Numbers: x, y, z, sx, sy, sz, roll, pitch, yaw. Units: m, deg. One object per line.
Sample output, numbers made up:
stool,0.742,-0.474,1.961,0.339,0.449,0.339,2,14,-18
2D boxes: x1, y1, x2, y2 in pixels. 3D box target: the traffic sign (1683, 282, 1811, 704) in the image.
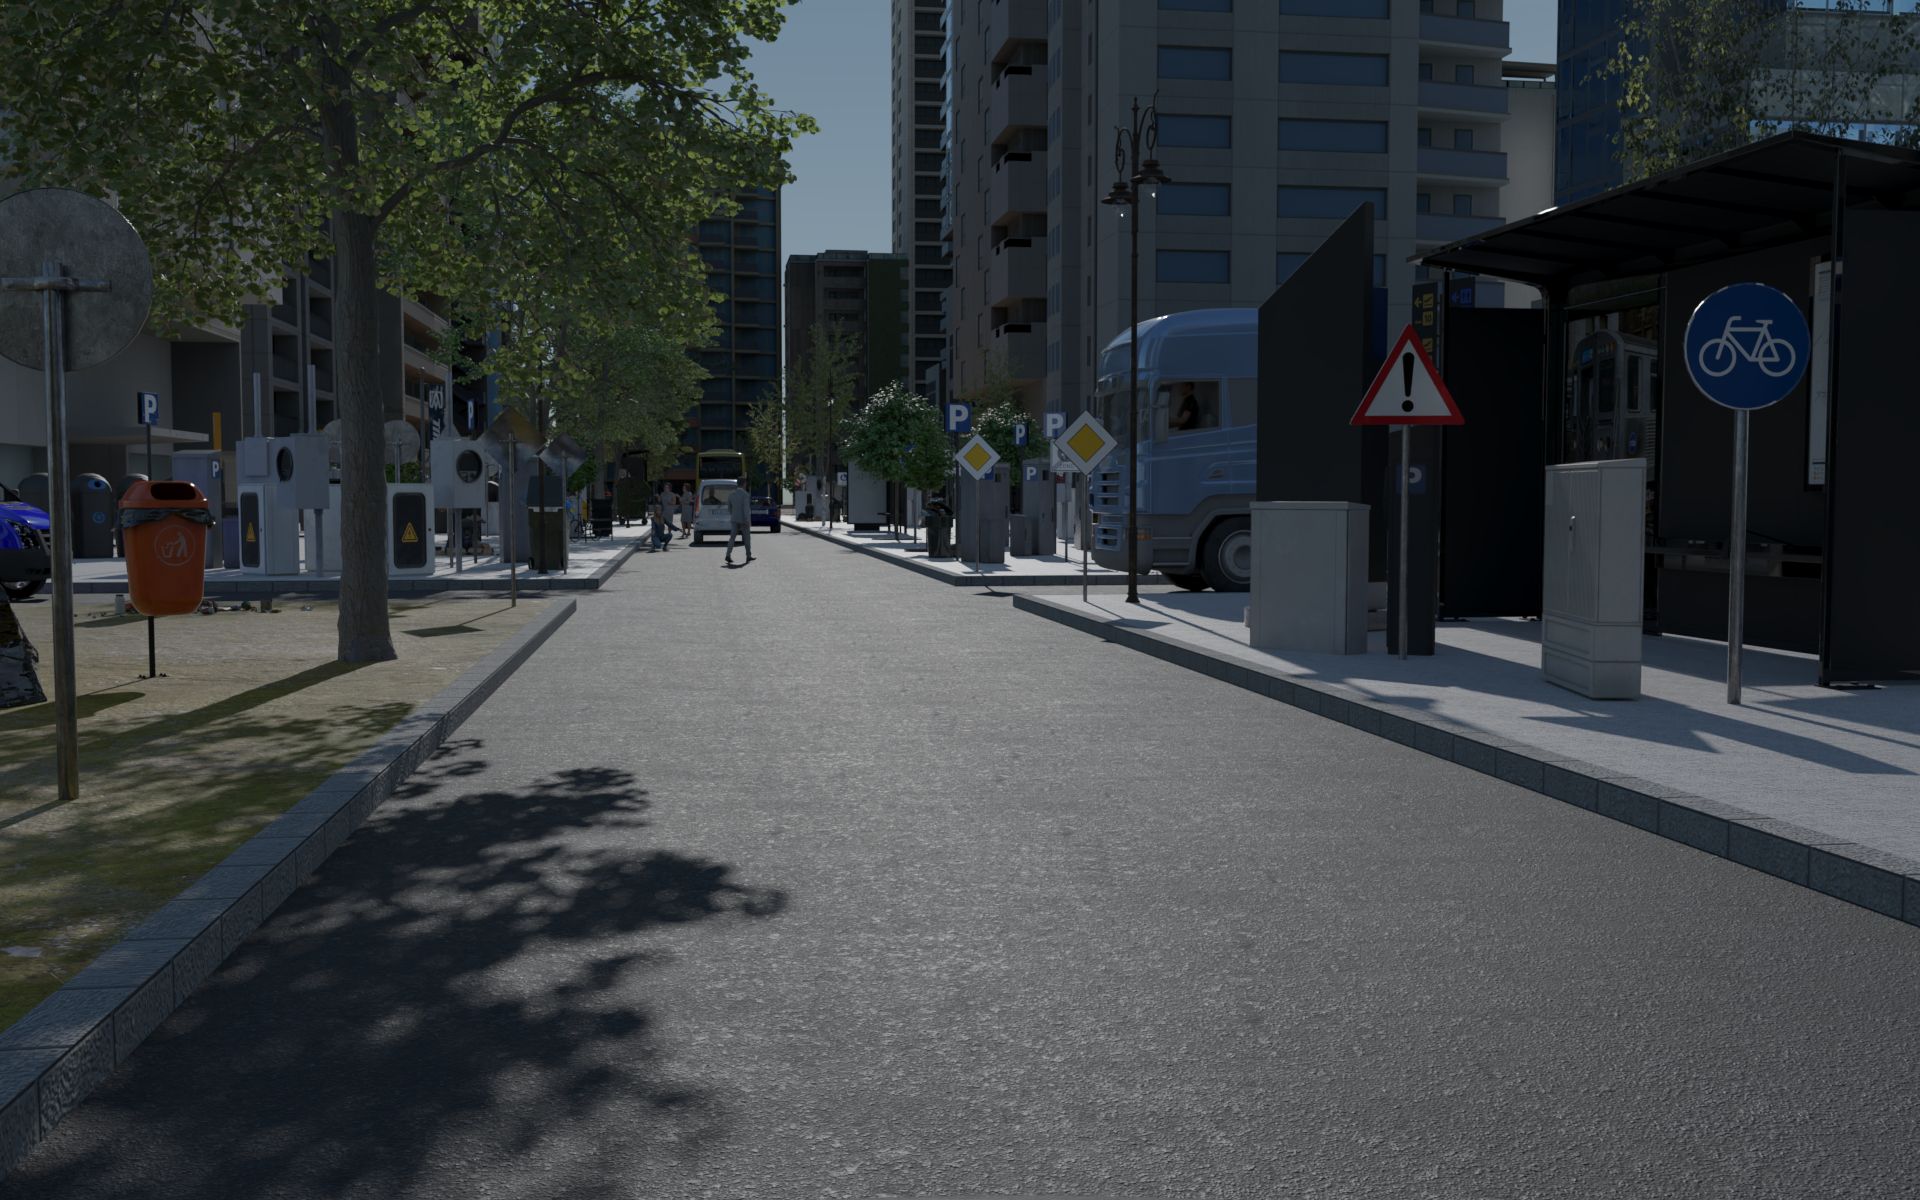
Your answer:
traffic sign,4.737,-0.637,10.522,0.768,2.556,0.104,0,4,-1

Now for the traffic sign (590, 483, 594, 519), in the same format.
traffic sign,-15.712,-4.378,73.708,0.606,2.300,0.079,0,4,-6

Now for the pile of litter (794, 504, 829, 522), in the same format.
pile of litter,-6.859,-4.057,80.296,1.719,0.858,1.176,-1,4,-9

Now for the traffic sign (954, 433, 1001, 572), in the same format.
traffic sign,0.281,-1.523,28.537,0.795,2.450,0.064,-1,4,-9

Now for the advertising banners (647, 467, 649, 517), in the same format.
advertising banners,-17.835,-6.283,98.909,0.090,3.025,2.074,-1,4,-11

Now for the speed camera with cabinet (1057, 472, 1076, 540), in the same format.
speed camera with cabinet,2.997,-3.354,49.180,0.660,3.252,2.038,1,4,19

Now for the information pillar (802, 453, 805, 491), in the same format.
information pillar,-8.909,-6.554,98.509,0.183,3.616,0.504,-1,4,-11

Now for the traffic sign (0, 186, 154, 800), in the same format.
traffic sign,-3.753,-0.435,7.213,0.768,2.556,0.104,0,4,-8

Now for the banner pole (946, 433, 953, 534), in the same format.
banner pole,-0.649,-4.034,55.980,0.863,3.779,0.401,-1,4,-10

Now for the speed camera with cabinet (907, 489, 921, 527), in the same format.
speed camera with cabinet,-1.939,-4.549,68.713,0.660,3.252,2.038,0,4,6

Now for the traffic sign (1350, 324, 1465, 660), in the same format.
traffic sign,3.427,-0.815,13.334,0.884,2.594,0.081,0,4,-1

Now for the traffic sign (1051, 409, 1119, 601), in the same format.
traffic sign,1.493,-1.040,20.644,0.795,2.450,0.064,-1,4,-9

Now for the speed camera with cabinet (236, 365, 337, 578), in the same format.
speed camera with cabinet,-10.566,-1.997,26.991,2.038,3.252,0.660,3,5,44

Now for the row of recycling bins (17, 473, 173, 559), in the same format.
row of recycling bins,-17.082,-1.702,34.939,1.069,1.692,3.534,3,5,42

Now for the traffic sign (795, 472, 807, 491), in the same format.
traffic sign,-8.760,-5.855,95.827,0.768,2.556,0.104,-1,4,-8

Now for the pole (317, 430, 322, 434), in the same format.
pole,-20.295,-3.744,55.055,0.158,3.312,0.155,0,3,0

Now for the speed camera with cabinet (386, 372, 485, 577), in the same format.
speed camera with cabinet,-8.501,-2.029,27.517,0.660,3.252,2.038,2,4,32

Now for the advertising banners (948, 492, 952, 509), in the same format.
advertising banners,0.185,-6.362,100.211,2.074,3.025,0.090,2,4,29

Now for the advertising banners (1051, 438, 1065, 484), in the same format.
advertising banners,3.297,-3.016,45.501,2.074,3.025,0.090,-1,4,-18

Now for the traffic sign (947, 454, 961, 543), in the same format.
traffic sign,-0.087,-2.331,40.241,0.606,2.300,0.079,0,4,-6

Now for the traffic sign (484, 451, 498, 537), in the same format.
traffic sign,-14.115,-3.153,51.651,0.768,2.556,0.104,0,4,1

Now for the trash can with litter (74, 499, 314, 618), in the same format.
trash can with litter,-8.216,-0.470,18.745,2.233,1.210,1.678,0,4,-6

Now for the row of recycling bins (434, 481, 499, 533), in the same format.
row of recycling bins,-15.730,-3.018,56.451,3.534,1.692,1.069,2,4,26

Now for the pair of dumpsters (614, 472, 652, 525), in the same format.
pair of dumpsters,-13.853,-4.335,73.375,1.574,2.255,4.437,-1,4,-9

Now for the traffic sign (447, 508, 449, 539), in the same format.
traffic sign,-13.897,-2.870,47.027,0.768,2.556,0.104,0,4,-1

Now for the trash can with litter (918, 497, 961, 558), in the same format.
trash can with litter,-0.307,-1.443,34.983,0.624,1.170,1.055,3,4,38

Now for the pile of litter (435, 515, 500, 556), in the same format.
pile of litter,-10.304,-1.367,36.317,1.719,0.858,1.176,1,4,19

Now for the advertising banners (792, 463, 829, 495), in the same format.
advertising banners,-8.483,-6.230,98.048,2.074,3.025,0.090,0,4,2

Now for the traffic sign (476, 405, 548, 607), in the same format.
traffic sign,-5.078,-0.980,19.659,0.795,2.450,0.064,-1,4,-9

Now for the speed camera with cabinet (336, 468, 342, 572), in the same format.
speed camera with cabinet,-10.805,-2.095,28.596,2.038,3.252,0.660,0,4,-3

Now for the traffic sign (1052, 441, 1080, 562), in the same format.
traffic sign,2.004,-1.862,32.578,0.606,2.300,0.079,0,4,0

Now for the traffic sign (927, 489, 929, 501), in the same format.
traffic sign,-1.159,-3.680,62.291,0.606,2.300,0.079,0,4,-3

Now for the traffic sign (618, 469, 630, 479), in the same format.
traffic sign,-16.999,-5.331,87.273,0.768,2.556,0.104,0,4,-6

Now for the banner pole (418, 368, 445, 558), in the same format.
banner pole,-10.552,-2.726,34.591,0.401,3.779,0.863,2,4,26

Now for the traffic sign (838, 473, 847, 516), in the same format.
traffic sign,-5.468,-4.868,81.727,0.606,2.300,0.079,0,4,-2

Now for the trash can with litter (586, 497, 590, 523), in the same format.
trash can with litter,-16.408,-3.931,75.662,0.624,1.170,1.055,0,4,5

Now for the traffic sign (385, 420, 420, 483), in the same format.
traffic sign,-9.646,-1.811,29.720,0.768,2.556,0.104,0,4,-3

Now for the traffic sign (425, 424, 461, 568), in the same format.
traffic sign,-8.842,-1.838,30.060,0.884,2.594,0.081,0,4,1

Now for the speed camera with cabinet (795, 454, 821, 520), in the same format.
speed camera with cabinet,-7.443,-5.552,85.107,0.660,3.252,2.038,1,4,18

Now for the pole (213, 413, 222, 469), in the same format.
pole,-18.594,-3.032,43.419,0.158,3.312,0.155,0,3,0

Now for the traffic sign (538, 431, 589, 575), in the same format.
traffic sign,-6.290,-1.462,27.552,0.795,2.450,0.064,-1,4,-9

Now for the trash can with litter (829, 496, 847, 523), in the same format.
trash can with litter,-5.385,-4.086,78.195,1.055,1.170,0.624,1,4,15

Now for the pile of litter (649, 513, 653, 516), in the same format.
pile of litter,-18.495,-5.352,101.478,1.176,0.858,1.719,0,4,2

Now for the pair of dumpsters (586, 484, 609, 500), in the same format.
pair of dumpsters,-20.402,-5.751,96.524,1.574,2.255,4.437,-1,4,-9

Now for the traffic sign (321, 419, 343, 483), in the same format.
traffic sign,-10.409,-1.781,29.228,0.768,2.556,0.104,0,4,-3

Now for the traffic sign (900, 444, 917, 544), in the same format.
traffic sign,-1.148,-2.709,44.405,0.768,2.556,0.104,0,4,-1
